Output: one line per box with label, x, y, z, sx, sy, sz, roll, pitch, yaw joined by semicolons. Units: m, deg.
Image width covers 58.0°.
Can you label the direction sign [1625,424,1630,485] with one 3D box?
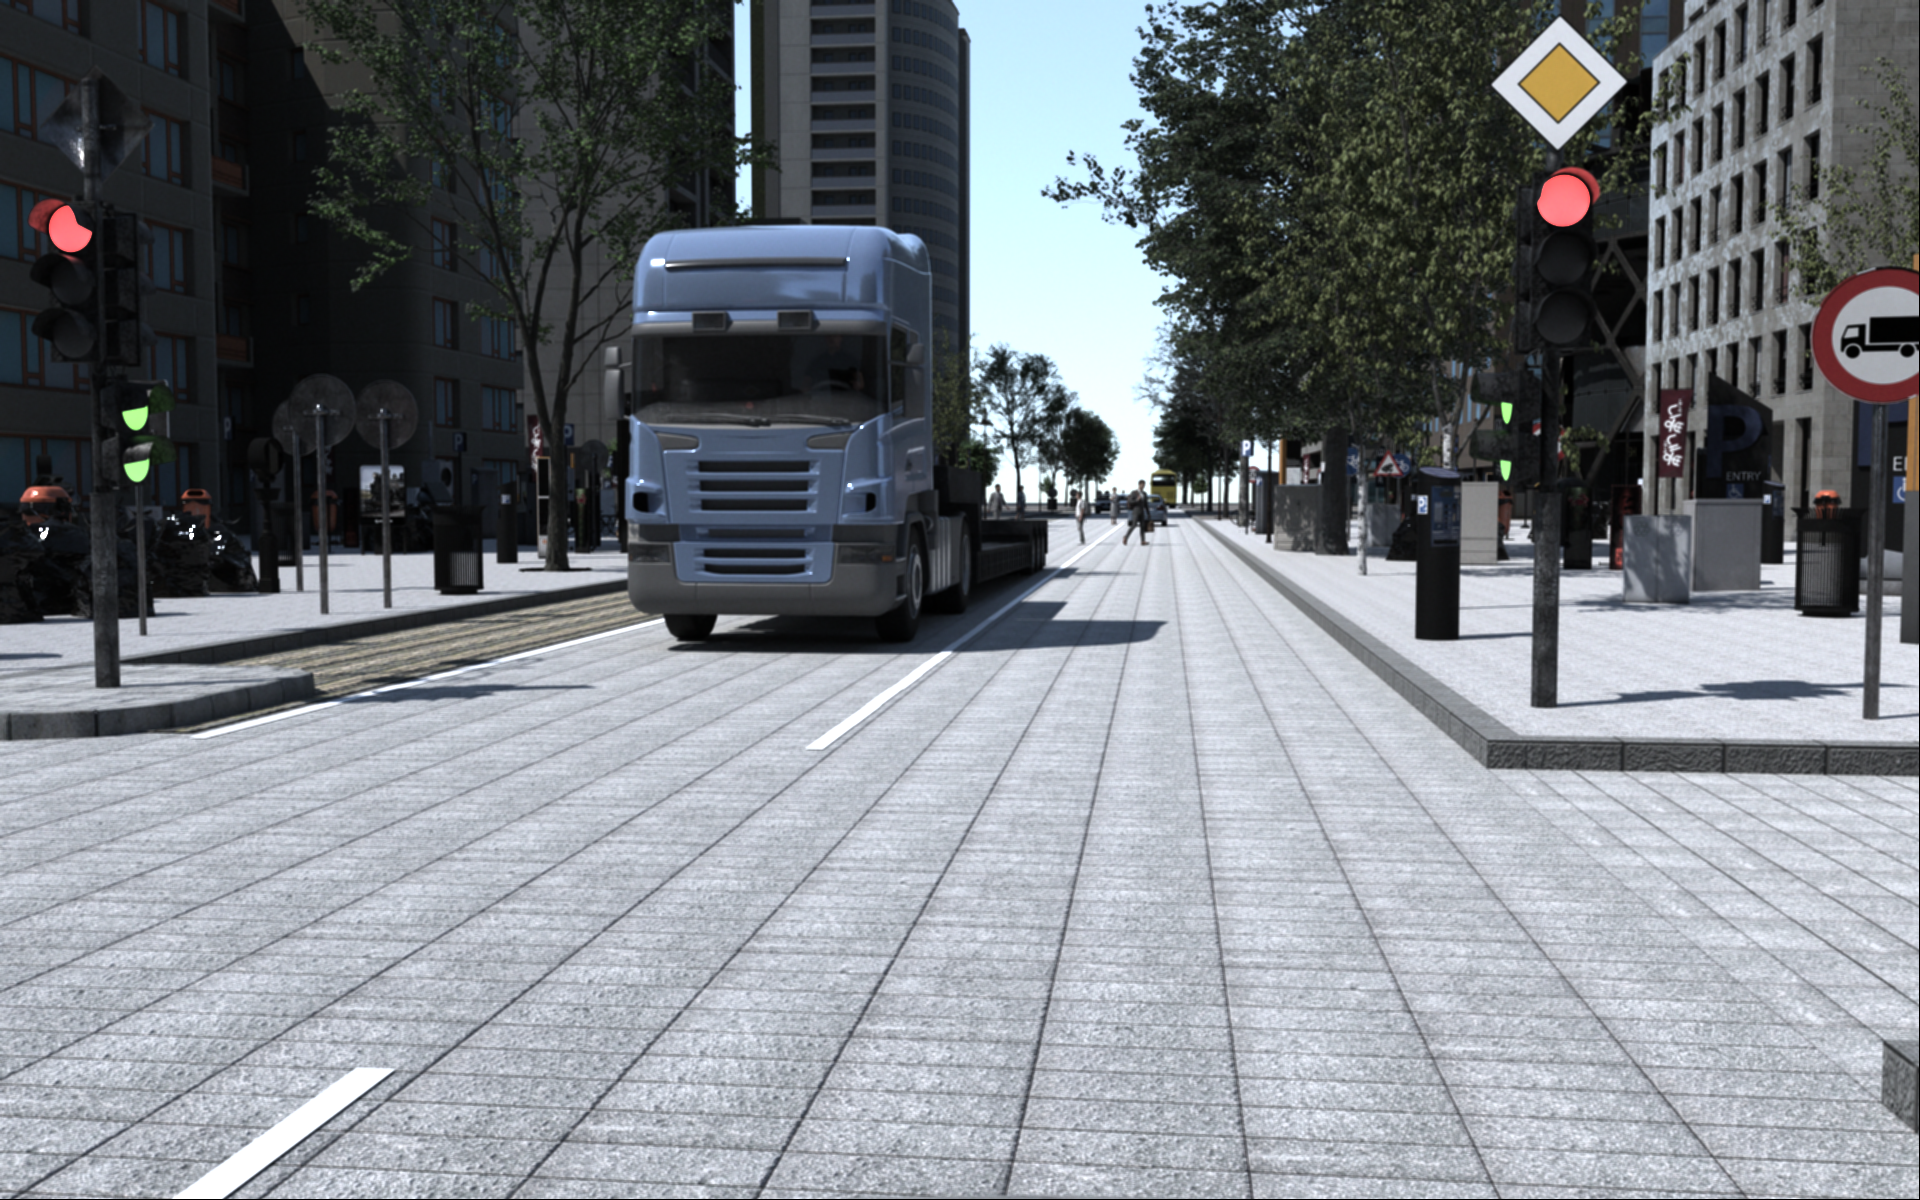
direction sign;21.817;-3.955;56.664;0.379;3.537;0.876;2;4;25

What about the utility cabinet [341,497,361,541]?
utility cabinet;-16.699;-2.222;47.491;0.306;1.237;1.020;-2;4;-33

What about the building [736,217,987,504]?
building;-13.245;-32.677;226.148;32.217;40.220;23.993;0;4;7

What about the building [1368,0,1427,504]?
building;43.204;-28.984;128.521;22.147;44.769;28.867;0;4;7

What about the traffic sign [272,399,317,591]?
traffic sign;-8.718;-1.388;22.801;0.768;2.556;0.104;1;4;12

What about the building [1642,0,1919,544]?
building;28.360;-12.058;51.897;10.420;20.320;16.860;0;4;7

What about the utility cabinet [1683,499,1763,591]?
utility cabinet;10.122;-0.726;23.024;1.020;1.237;0.306;-1;4;-13

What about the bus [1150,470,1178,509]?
bus;20.582;-11.214;174.888;2.896;3.916;12.252;0;4;7

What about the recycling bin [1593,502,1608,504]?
recycling bin;19.541;-2.508;53.559;0.722;1.027;0.722;0;4;-5

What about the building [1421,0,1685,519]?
building;36.909;-27.966;107.351;14.600;45.320;14.200;0;4;7

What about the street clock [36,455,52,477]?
street clock;-16.908;-1.679;32.024;0.358;2.002;0.471;-2;4;-31

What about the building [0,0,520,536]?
building;-30.963;-12.459;48.750;27.650;21.520;28.899;0;4;7

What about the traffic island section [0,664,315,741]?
traffic island section;-5.685;0.658;11.529;2.009;0.180;2.903;0;4;7

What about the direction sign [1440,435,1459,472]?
direction sign;18.721;-4.545;66.316;0.379;3.537;0.876;-2;4;-30

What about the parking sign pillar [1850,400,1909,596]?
parking sign pillar;12.176;-2.062;22.190;1.447;3.967;1.447;2;4;32

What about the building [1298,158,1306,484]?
building;53.528;-36.109;214.077;21.300;48.544;21.600;0;4;7

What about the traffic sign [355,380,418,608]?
traffic sign;-6.437;-1.180;19.406;0.768;2.556;0.104;1;4;9

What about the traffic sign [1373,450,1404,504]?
traffic sign;12.605;-3.121;51.026;0.884;2.594;0.081;1;4;15

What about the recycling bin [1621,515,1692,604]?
recycling bin;8.286;-0.494;20.629;0.722;1.027;0.722;1;4;19

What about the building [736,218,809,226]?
building;-22.050;-17.092;124.489;27.650;21.520;28.899;0;4;7

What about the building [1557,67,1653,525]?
building;33.912;-12.623;73.837;16.820;18.784;16.811;0;4;7

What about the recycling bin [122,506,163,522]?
recycling bin;-17.299;-1.469;36.574;0.722;1.027;0.722;-3;4;-38

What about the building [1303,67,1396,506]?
building;50.417;-34.803;192.733;21.300;48.544;21.600;0;4;7

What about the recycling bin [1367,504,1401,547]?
recycling bin;10.357;-1.831;42.484;0.722;1.027;0.722;0;4;-3

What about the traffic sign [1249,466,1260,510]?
traffic sign;13.379;-4.834;79.145;0.768;2.556;0.104;1;4;15

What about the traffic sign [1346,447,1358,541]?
traffic sign;10.566;-2.870;47.027;0.768;2.556;0.104;1;4;15

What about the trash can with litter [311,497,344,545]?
trash can with litter;-16.089;-1.995;43.671;1.678;1.210;2.233;2;4;32

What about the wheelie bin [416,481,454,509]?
wheelie bin;-13.032;-2.139;42.889;0.693;1.594;0.980;2;4;29

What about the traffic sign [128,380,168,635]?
traffic sign;-7.408;-0.827;15.649;0.606;2.300;0.079;1;4;16

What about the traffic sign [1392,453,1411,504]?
traffic sign;13.669;-3.297;54.020;0.768;2.556;0.104;1;4;10

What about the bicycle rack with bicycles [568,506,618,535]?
bicycle rack with bicycles;-11.663;-2.490;54.102;2.925;0.926;2.852;3;5;41

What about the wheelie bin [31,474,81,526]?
wheelie bin;-14.686;-1.232;28.047;0.693;1.594;0.980;0;4;4

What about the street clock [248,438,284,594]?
street clock;-8.948;-1.089;22.382;0.358;2.002;0.471;1;4;11

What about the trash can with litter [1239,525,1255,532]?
trash can with litter;10.775;-2.936;59.069;2.233;1.210;1.678;2;4;26

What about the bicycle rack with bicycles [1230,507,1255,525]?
bicycle rack with bicycles;12.556;-3.572;71.778;2.925;0.926;2.852;2;4;31

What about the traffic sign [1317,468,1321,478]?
traffic sign;16.889;-4.893;80.110;0.768;2.556;0.104;1;4;15

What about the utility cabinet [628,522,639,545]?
utility cabinet;-5.683;-1.434;32.128;0.318;1.500;1.173;2;4;28

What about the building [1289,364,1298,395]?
building;51.375;-28.249;233.570;14.160;30.474;14.107;0;4;7

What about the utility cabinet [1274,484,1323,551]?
utility cabinet;7.599;-1.847;38.872;0.318;1.500;1.173;-3;5;-41

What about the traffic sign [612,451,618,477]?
traffic sign;-7.996;-2.396;41.298;0.606;2.300;0.079;1;4;9

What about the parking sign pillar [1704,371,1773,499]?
parking sign pillar;16.904;-3.008;37.659;1.447;3.967;1.447;2;4;34

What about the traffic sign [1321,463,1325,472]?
traffic sign;11.911;-3.281;55.775;0.606;2.300;0.079;1;4;9

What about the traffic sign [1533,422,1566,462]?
traffic sign;10.206;-1.841;30.203;0.768;2.556;0.104;1;4;14

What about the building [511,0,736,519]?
building;-21.745;-40.349;97.960;20.563;71.187;20.611;0;4;7

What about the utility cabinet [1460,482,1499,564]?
utility cabinet;9.129;-1.388;31.371;1.173;1.500;0.318;1;4;17

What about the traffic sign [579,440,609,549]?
traffic sign;-8.566;-2.471;40.512;0.768;2.556;0.104;1;4;16

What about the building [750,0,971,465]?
building;-10.818;-40.188;199.073;21.231;58.520;28.212;0;4;7

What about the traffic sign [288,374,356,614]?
traffic sign;-6.797;-1.122;18.449;0.768;2.556;0.104;0;4;7

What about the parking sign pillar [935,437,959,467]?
parking sign pillar;-0.641;-5.661;81.033;1.447;3.967;1.447;3;5;43

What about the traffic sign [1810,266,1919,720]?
traffic sign;5.196;-0.593;9.804;0.768;2.556;0.104;1;4;16
